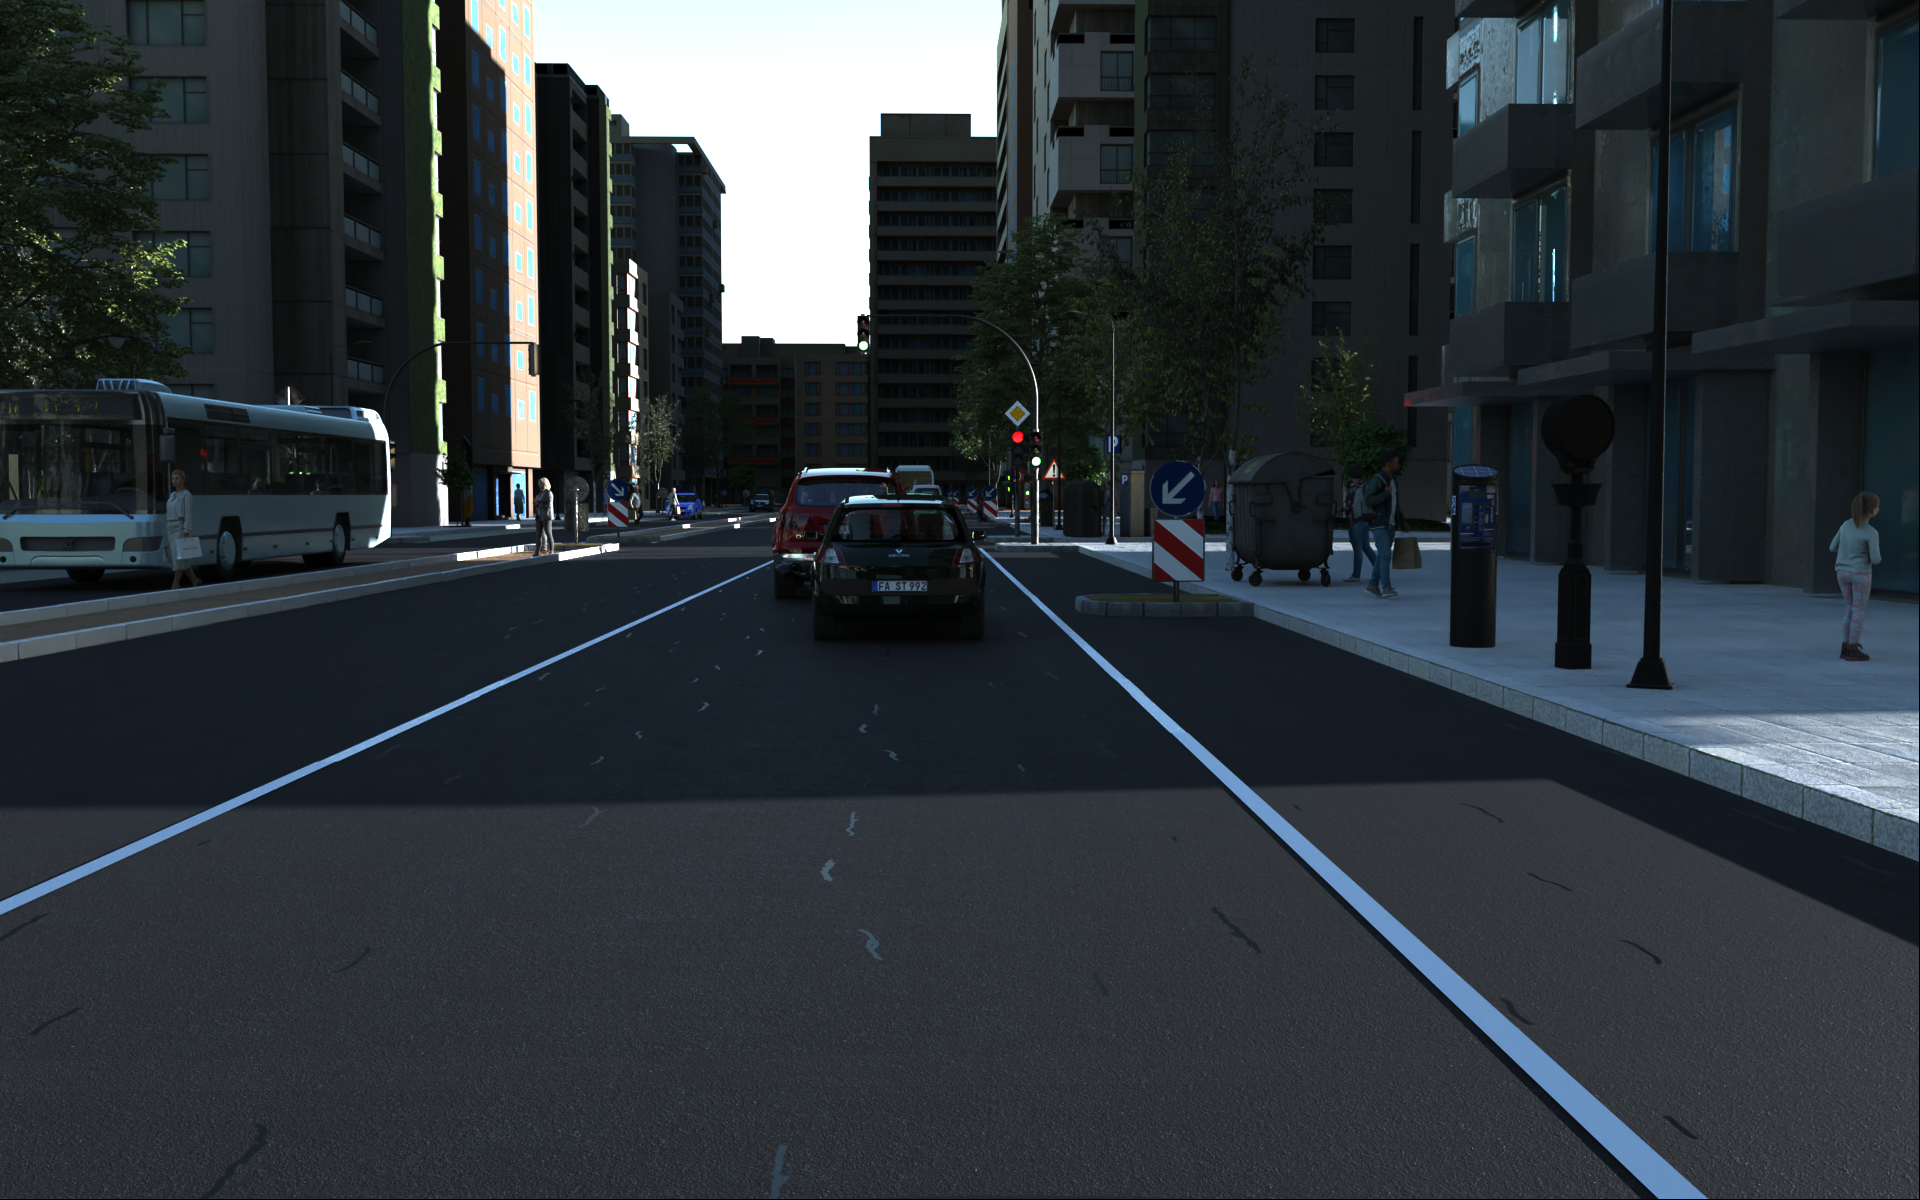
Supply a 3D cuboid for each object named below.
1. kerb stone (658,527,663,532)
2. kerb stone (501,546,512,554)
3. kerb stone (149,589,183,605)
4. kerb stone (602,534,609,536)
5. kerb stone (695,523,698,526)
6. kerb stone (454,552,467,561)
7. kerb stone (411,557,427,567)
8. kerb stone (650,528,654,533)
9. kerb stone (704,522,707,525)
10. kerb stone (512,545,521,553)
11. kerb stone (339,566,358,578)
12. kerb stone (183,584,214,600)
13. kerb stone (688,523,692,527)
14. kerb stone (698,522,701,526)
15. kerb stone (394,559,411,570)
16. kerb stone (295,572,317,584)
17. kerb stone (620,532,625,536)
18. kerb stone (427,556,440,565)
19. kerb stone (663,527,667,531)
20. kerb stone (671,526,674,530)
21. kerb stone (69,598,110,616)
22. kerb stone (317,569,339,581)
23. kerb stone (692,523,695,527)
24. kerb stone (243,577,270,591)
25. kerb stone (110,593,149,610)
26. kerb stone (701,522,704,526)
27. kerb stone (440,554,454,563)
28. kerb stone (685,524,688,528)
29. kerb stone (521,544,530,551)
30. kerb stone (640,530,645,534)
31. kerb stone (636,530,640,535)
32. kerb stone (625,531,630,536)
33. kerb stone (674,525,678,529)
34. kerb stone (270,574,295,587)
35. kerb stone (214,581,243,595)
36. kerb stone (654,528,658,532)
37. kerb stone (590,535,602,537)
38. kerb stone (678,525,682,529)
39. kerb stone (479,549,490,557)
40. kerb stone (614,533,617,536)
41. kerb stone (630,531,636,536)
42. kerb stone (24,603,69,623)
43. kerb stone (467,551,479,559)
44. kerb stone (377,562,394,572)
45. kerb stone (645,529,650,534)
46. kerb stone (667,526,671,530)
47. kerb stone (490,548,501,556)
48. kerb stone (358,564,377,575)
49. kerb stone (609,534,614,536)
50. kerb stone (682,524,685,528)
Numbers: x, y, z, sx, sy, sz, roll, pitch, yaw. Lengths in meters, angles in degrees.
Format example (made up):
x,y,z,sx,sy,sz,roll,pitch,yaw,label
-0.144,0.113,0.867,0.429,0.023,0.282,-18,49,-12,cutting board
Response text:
x,y,z,sx,sy,sz,roll,pitch,yaw,label
-11.427,-2.632,65.231,0.120,0.150,1.000,0,4,-1,kerb stone
-10.894,-1.159,41.141,0.120,0.150,1.000,0,4,-1,kerb stone
-10.486,-0.029,22.674,0.120,0.150,1.000,0,4,-1,kerb stone
-11.176,-1.942,53.941,0.120,0.150,1.000,0,4,-1,kerb stone
-11.664,-3.261,75.504,0.120,0.150,1.000,0,4,-1,kerb stone
-10.798,-0.909,37.052,0.120,0.150,1.000,0,4,-1,kerb stone
-10.722,-0.721,33.983,0.120,0.150,1.000,0,4,-1,kerb stone
-11.381,-2.503,63.179,0.120,0.150,1.000,0,4,-1,kerb stone
-11.723,-3.447,78.596,0.120,0.150,1.000,0,4,-1,kerb stone
-10.919,-1.221,42.163,0.120,0.150,1.000,0,4,-1,kerb stone
-10.647,-0.469,29.862,0.120,0.150,1.000,0,4,-1,kerb stone
-10.505,-0.089,23.705,0.120,0.150,1.000,0,4,-1,kerb stone
-11.613,-3.130,73.451,0.120,0.150,1.000,0,4,-1,kerb stone
-11.681,-3.321,76.536,0.120,0.150,1.000,0,4,-1,kerb stone
-10.707,-0.658,32.961,0.120,0.150,1.000,0,4,-1,kerb stone
-10.600,-0.344,27.816,0.120,0.150,1.000,0,4,-1,kerb stone
-11.249,-2.130,57.014,0.120,0.150,1.000,0,4,-1,kerb stone
-10.759,-0.784,35.008,0.120,0.150,1.000,0,4,-1,kerb stone
-11.458,-2.695,66.266,0.120,0.150,1.000,0,4,-1,kerb stone
-11.505,-2.821,68.322,0.120,0.150,1.000,0,4,-1,kerb stone
-10.441,0.099,20.618,0.120,0.150,1.000,0,4,-1,kerb stone
-10.615,-0.404,28.838,0.120,0.150,1.000,0,4,-1,kerb stone
-11.633,-3.197,74.483,0.120,0.150,1.000,0,4,-1,kerb stone
-10.549,-0.218,25.765,0.120,0.150,1.000,0,4,-1,kerb stone
-10.454,0.034,21.642,0.120,0.150,1.000,0,4,-1,kerb stone
-11.712,-3.387,77.567,0.120,0.150,1.000,0,4,-1,kerb stone
-10.785,-0.841,36.030,0.120,0.150,1.000,0,4,-1,kerb stone
-11.589,-3.072,72.429,0.120,0.150,1.000,0,4,-1,kerb stone
-10.938,-1.282,43.184,0.120,0.150,1.000,0,4,-1,kerb stone
-11.343,-2.376,61.128,0.120,0.150,1.000,0,4,-1,kerb stone
-11.324,-2.317,60.106,0.120,0.150,1.000,0,4,-1,kerb stone
-11.276,-2.193,58.044,0.120,0.150,1.000,0,4,-1,kerb stone
-11.527,-2.884,69.357,0.120,0.150,1.000,0,4,-1,kerb stone
-10.573,-0.279,26.787,0.120,0.150,1.000,0,4,-1,kerb stone
-10.533,-0.155,24.726,0.120,0.150,1.000,0,4,-1,kerb stone
-11.412,-2.569,64.209,0.120,0.150,1.000,0,4,-1,kerb stone
-11.157,-1.879,52.912,0.120,0.150,1.000,0,4,-1,kerb stone
-11.539,-2.941,70.385,0.120,0.150,1.000,0,4,-1,kerb stone
-10.847,-1.026,39.096,0.120,0.150,1.000,0,4,-1,kerb stone
-11.224,-2.060,55.986,0.120,0.150,1.000,0,4,-1,kerb stone
-11.298,-2.254,59.077,0.120,0.150,1.000,0,4,-1,kerb stone
-10.417,0.167,19.588,0.120,0.150,1.000,0,4,-1,kerb stone
-10.825,-0.969,38.074,0.120,0.150,1.000,0,4,-1,kerb stone
-10.696,-0.593,31.928,0.120,0.150,1.000,0,4,-1,kerb stone
-11.366,-2.444,62.157,0.120,0.150,1.000,0,4,-1,kerb stone
-11.479,-2.757,67.291,0.120,0.150,1.000,0,4,-1,kerb stone
-10.870,-1.096,40.117,0.120,0.150,1.000,0,4,-1,kerb stone
-10.664,-0.532,30.895,0.120,0.150,1.000,0,4,-1,kerb stone
-11.202,-2.004,54.963,0.120,0.150,1.000,0,4,-1,kerb stone
-11.566,-3.009,71.406,0.120,0.150,1.000,0,4,-1,kerb stone
